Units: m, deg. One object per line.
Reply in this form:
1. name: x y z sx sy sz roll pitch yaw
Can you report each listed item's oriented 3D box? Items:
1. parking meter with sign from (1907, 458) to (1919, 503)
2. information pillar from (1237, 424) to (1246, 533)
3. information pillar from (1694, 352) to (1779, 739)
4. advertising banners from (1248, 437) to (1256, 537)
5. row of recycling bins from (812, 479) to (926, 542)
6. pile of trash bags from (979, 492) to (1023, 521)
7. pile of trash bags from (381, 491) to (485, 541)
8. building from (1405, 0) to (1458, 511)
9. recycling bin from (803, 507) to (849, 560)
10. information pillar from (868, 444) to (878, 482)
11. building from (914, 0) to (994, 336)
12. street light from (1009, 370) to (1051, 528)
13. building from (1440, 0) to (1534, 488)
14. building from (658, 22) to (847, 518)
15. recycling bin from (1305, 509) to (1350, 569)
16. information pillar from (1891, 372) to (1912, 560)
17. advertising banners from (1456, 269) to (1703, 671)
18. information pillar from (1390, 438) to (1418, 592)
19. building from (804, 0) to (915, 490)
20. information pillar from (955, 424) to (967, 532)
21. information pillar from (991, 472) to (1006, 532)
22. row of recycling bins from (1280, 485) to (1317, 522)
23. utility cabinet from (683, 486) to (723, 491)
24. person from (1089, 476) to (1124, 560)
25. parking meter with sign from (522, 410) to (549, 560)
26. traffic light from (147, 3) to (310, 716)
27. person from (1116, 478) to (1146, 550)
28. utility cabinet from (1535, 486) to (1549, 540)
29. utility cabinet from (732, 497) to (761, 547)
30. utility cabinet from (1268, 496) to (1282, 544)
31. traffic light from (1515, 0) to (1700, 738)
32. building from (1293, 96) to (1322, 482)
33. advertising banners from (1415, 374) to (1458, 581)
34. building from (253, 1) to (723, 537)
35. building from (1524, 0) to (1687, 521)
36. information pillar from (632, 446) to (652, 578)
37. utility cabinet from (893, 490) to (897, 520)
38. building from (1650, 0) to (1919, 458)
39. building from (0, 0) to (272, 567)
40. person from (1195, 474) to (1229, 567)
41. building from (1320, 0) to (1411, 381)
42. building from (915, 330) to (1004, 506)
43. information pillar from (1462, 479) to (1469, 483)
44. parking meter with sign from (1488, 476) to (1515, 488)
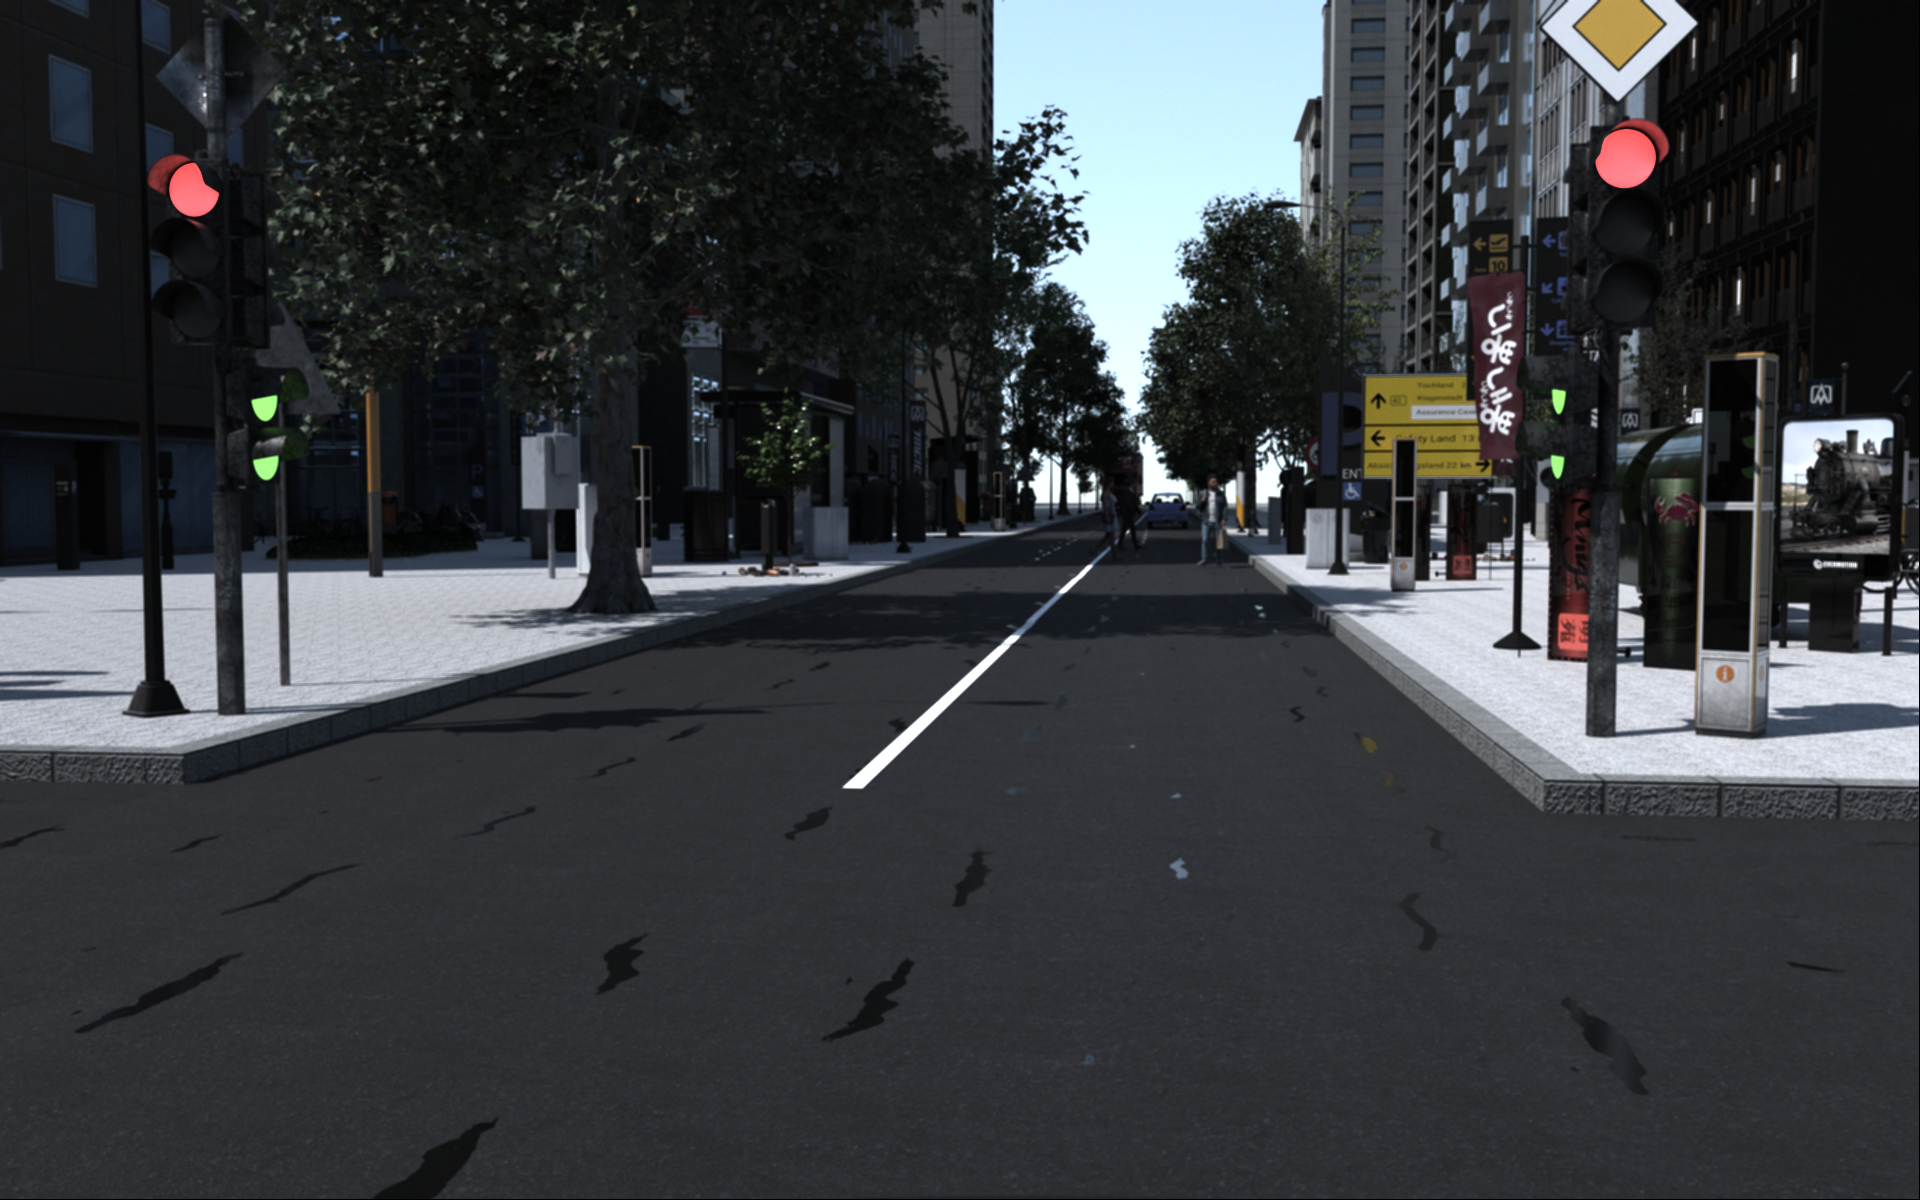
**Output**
1. parking meter with sign: 20.190 -2.494 37.031 1.738 3.016 0.543 0 4 8
2. information pillar: 9.387 -4.067 57.852 0.183 3.616 0.504 -1 4 -14
3. information pillar: 4.118 -0.287 9.191 0.304 2.012 0.304 3 4 38
4. advertising banners: 8.911 -3.456 52.696 0.090 3.025 2.074 1 4 15
5. row of recycling bins: -2.571 -2.423 46.733 3.534 1.692 1.069 1 4 21
6. pile of trash bags: 1.767 -4.396 81.627 1.912 1.369 3.447 1 4 21
7. pile of trash bags: -14.197 -2.200 45.730 1.912 1.369 3.447 1 4 18
8. building: 43.237 -42.284 129.600 20.563 71.187 20.611 0 4 7
9. recycling bin: -2.628 -1.305 33.892 0.722 1.027 0.722 -2 4 -24
10. information pillar: -4.081 -5.498 81.247 0.504 3.616 0.183 0 4 -7
11. building: -4.127 -47.935 221.987 20.563 71.187 20.611 0 4 7
12. street light: 2.529 -5.641 64.768 1.470 5.913 1.316 0 4 7
13. building: 41.779 -29.652 104.422 23.786 49.044 30.456 0 4 7
14. building: -22.319 -31.293 100.873 28.713 52.752 27.495 0 4 7
15. recycling bin: 6.330 -1.059 29.861 0.722 1.027 0.722 1 4 10
16. information pillar: 18.000 -2.558 33.183 0.504 3.616 0.183 -2 4 -28
17. advertising banners: 4.743 -1.036 13.132 0.090 3.025 2.074 -3 5 -42
18. information pillar: 5.825 -1.116 22.738 0.304 2.012 0.304 1 4 11
19. building: -11.443 -29.719 136.009 14.600 45.320 14.200 0 4 7
20. information pillar: 0.014 -4.079 58.047 0.183 3.616 0.504 3 5 40
21. information pillar: 1.343 -3.308 58.578 0.304 2.012 0.304 2 4 31
22. row of recycling bins: 15.864 -4.469 80.187 1.069 1.692 3.534 2 4 35
23. utility cabinet: -6.928 -2.328 46.738 1.173 1.500 0.318 2 4 33
24. person: 3.176 -1.772 37.564 0.778 1.811 0.616 1 4 17
25. parking meter with sign: -8.425 -2.346 34.626 0.543 3.016 1.738 -1 4 -17
26. traffic light: -4.228 -1.288 9.972 0.839 4.253 0.868 0 4 7
27. person: 4.383 -2.203 44.295 0.755 1.850 0.659 0 4 7
28. utility cabinet: 16.397 -2.409 48.070 0.318 1.500 1.173 3 5 44
29. utility cabinet: -5.026 -1.897 42.178 1.020 1.237 0.306 2 4 24
30. utility cabinet: 8.117 -2.048 44.652 0.306 1.237 1.020 0 4 7
31. traffic light: 3.381 -1.233 9.079 0.839 4.253 0.868 0 4 7
32. building: 58.455 -38.849 224.421 28.713 52.752 27.495 0 4 7
33. advertising banners: 7.419 -1.802 25.649 2.074 3.025 0.090 -1 4 -14
34. building: -21.985 -46.061 65.762 22.319 86.520 31.000 0 4 7
35. building: 31.706 -15.499 71.430 12.078 24.808 19.932 0 4 7
36. information pillar: -4.930 -1.350 26.569 0.304 2.012 0.304 1 4 15
37. utility cabinet: -3.030 -4.616 84.158 0.318 1.500 1.173 2 4 33
38. building: 30.015 -13.678 53.311 12.332 23.373 15.834 0 4 7
39. building: -23.252 -23.351 31.901 14.600 45.320 14.200 0 4 7
40. person: 4.948 -1.540 33.656 0.794 1.824 0.713 2 4 30
41. building: 51.587 -40.036 196.587 21.231 58.520 28.212 0 4 7
42. building: -10.061 -21.669 199.327 27.650 21.520 28.899 0 4 7
43. information pillar: 23.864 -4.729 81.813 0.304 2.012 0.304 2 4 24
44. parking meter with sign: 19.830 -4.091 63.142 0.543 3.016 1.738 -1 4 -23
